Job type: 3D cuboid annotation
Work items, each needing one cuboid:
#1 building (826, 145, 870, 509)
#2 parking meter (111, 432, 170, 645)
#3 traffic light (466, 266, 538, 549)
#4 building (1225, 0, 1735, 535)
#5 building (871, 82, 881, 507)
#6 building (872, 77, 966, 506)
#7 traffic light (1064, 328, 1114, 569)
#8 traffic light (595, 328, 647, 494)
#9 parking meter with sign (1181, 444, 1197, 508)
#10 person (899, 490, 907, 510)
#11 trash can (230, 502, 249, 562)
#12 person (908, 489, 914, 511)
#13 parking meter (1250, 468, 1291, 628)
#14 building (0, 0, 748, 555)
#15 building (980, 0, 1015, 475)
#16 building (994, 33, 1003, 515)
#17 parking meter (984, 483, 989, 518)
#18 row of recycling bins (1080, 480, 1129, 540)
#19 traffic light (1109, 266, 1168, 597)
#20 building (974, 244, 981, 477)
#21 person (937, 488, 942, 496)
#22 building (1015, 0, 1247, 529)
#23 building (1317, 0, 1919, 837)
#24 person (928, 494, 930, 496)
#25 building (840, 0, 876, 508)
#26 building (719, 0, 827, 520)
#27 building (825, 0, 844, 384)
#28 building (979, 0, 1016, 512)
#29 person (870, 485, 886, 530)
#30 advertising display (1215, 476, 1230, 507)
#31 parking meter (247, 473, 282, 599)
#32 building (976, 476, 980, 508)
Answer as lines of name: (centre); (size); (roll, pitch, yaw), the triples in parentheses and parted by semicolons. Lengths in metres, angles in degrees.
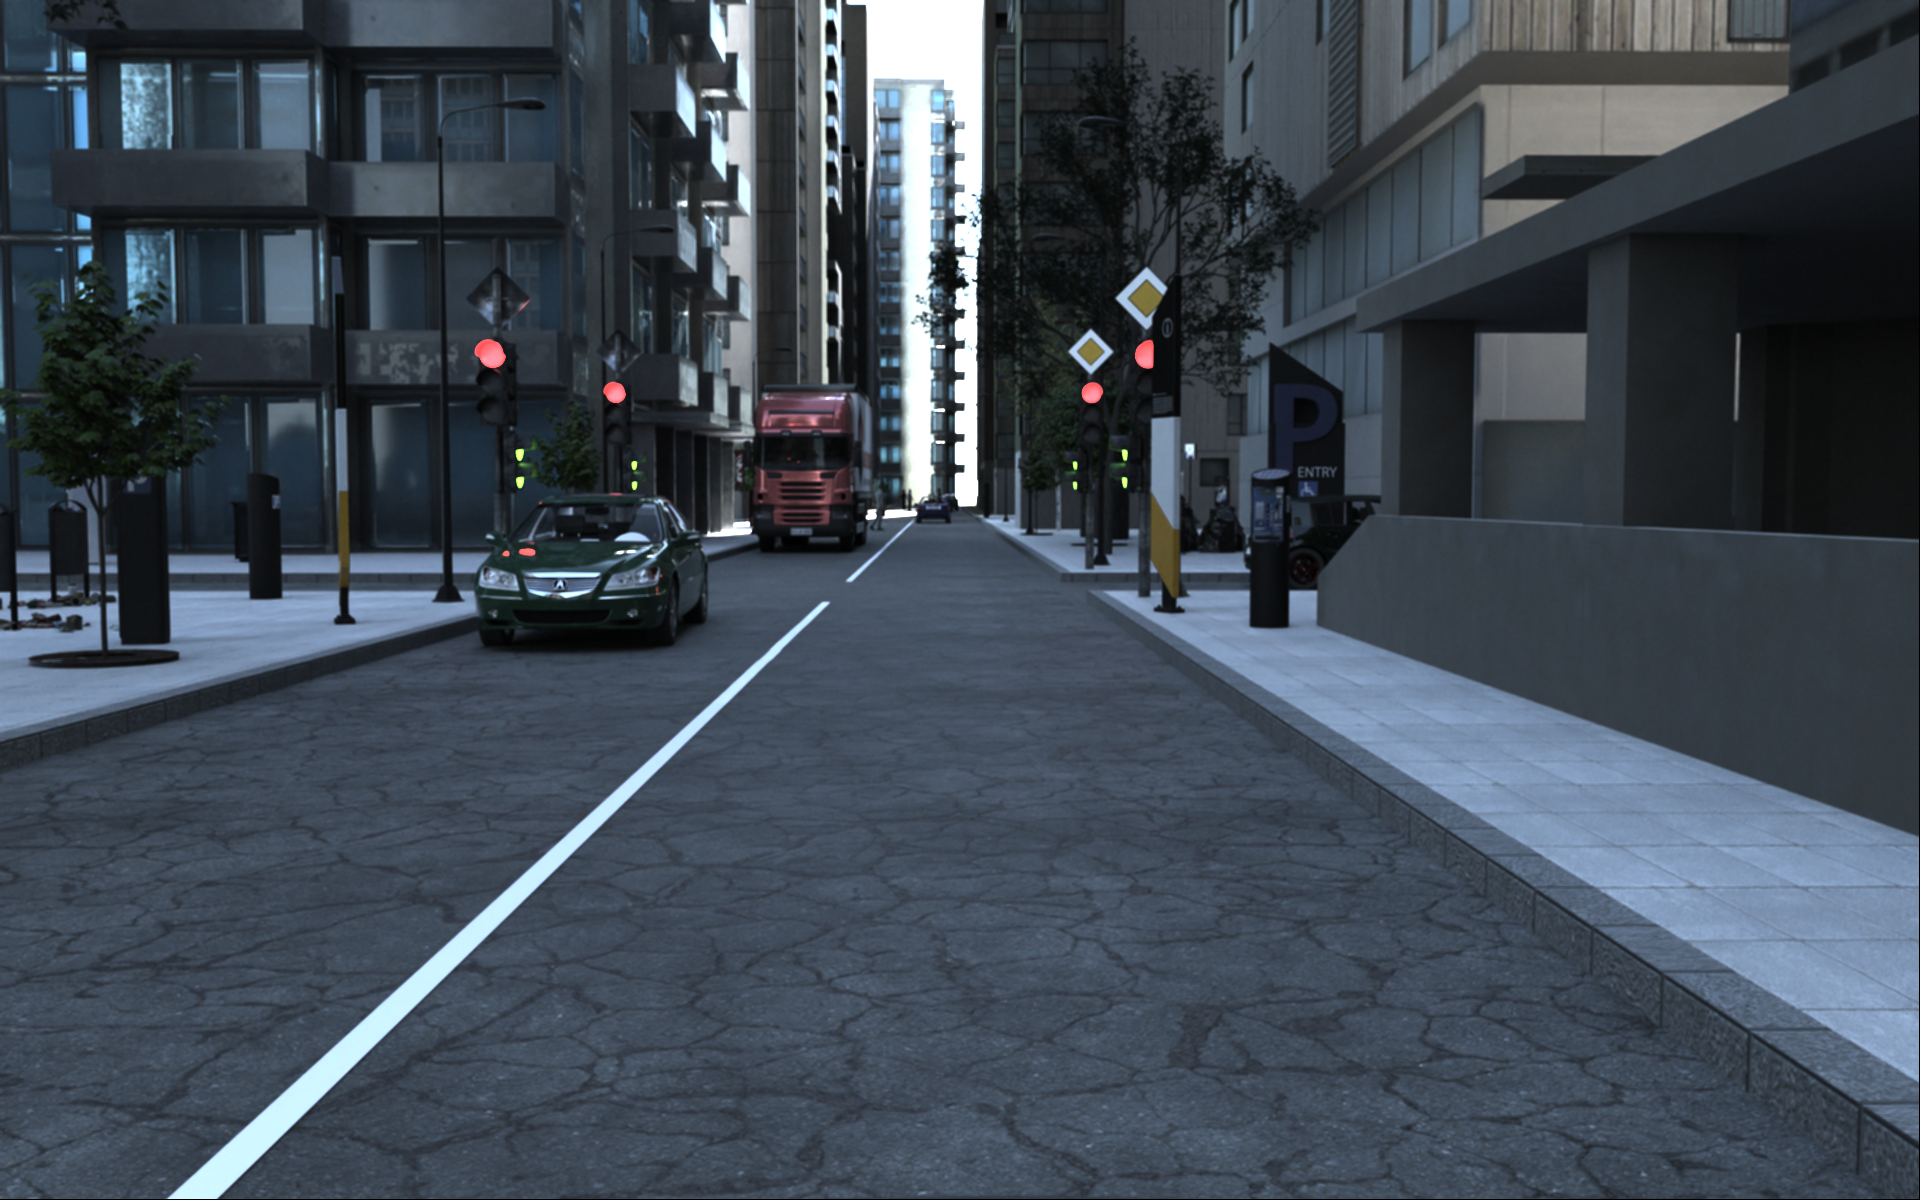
building: (-14.824, -22.713, 143.051); (14.160, 30.474, 14.107); (0, 4, -1)
parking meter: (-7.010, -0.557, 14.811); (0.399, 1.863, 0.255); (-1, 4, -11)
traffic light: (-5.679, -1.987, 21.409); (0.839, 4.253, 0.868); (0, 4, -1)
building: (21.514, -27.649, 41.298); (27.495, 52.752, 28.713); (0, 4, -1)
building: (-14.961, -29.912, 172.650); (14.086, 41.232, 14.154); (0, 4, -1)
building: (-14.607, -35.436, 198.992); (30.456, 49.044, 23.786); (0, 4, -1)
traffic light: (2.197, -2.482, 29.494); (0.839, 4.253, 0.868); (0, 4, -1)
traffic light: (-5.763, -2.475, 29.394); (0.839, 4.253, 0.868); (0, 4, -1)
parking meter with sign: (7.276, -3.871, 59.558); (1.738, 3.016, 0.543); (-2, 4, -32)
person: (-5.193, -9.213, 159.091); (0.705, 1.831, 1.348); (-2, 4, -34)
trash can: (-13.410, -1.293, 32.788); (0.748, 1.137, 0.748); (0, 3, 0)
person: (-4.147, -8.305, 144.269); (0.705, 1.826, 1.348); (1, 4, 14)
parking meter: (2.990, -0.507, 16.698); (0.372, 1.533, 0.369); (0, 3, 0)
building: (-18.044, -26.254, 48.856); (23.786, 49.044, 30.456); (0, 4, -1)
building: (8.824, -30.486, 148.563); (14.600, 45.320, 14.200); (0, 4, -1)
building: (9.176, -20.852, 112.625); (14.160, 30.474, 14.107); (0, 4, -1)
parking meter: (1.428, -5.386, 93.764); (0.255, 1.863, 0.399); (0, 4, -6)
row of recycling bins: (4.226, -2.645, 50.364); (1.069, 1.692, 3.534); (0, 4, -6)
traffic light: (2.282, -1.993, 21.509); (0.839, 4.253, 0.868); (0, 4, -1)
building: (8.816, -25.935, 195.740); (14.107, 30.474, 14.160); (0, 4, -1)
person: (-1.375, -6.282, 111.304); (0.705, 1.812, 1.348); (-1, 4, -8)
building: (9.165, -18.208, 69.409); (14.160, 30.474, 14.107); (0, 4, -1)
building: (19.659, -19.390, 8.903); (32.217, 40.220, 23.993); (0, 4, -1)
person: (-2.824, -9.007, 159.025); (0.557, 1.426, 1.065); (0, 4, -2)
building: (-14.979, -31.001, 156.978); (14.600, 45.320, 14.200); (0, 4, -1)
building: (-14.488, -24.948, 91.492); (14.154, 41.232, 14.086); (0, 4, -1)
building: (-18.065, -49.261, 118.086); (22.319, 86.520, 31.000); (0, 4, -1)
building: (11.963, -42.288, 129.653); (20.563, 71.187, 20.611); (0, 4, -1)
person: (-3.177, -3.679, 68.780); (0.853, 1.813, 0.709); (-3, 5, -39)
advertising display: (9.363, -3.465, 61.874); (0.123, 1.923, 0.974); (-1, 4, -18)
parking meter: (-8.519, -0.783, 21.215); (0.372, 1.533, 0.369); (0, 3, 0)
building: (17.784, -29.132, 168.191); (32.217, 40.220, 23.993); (0, 4, -1)
